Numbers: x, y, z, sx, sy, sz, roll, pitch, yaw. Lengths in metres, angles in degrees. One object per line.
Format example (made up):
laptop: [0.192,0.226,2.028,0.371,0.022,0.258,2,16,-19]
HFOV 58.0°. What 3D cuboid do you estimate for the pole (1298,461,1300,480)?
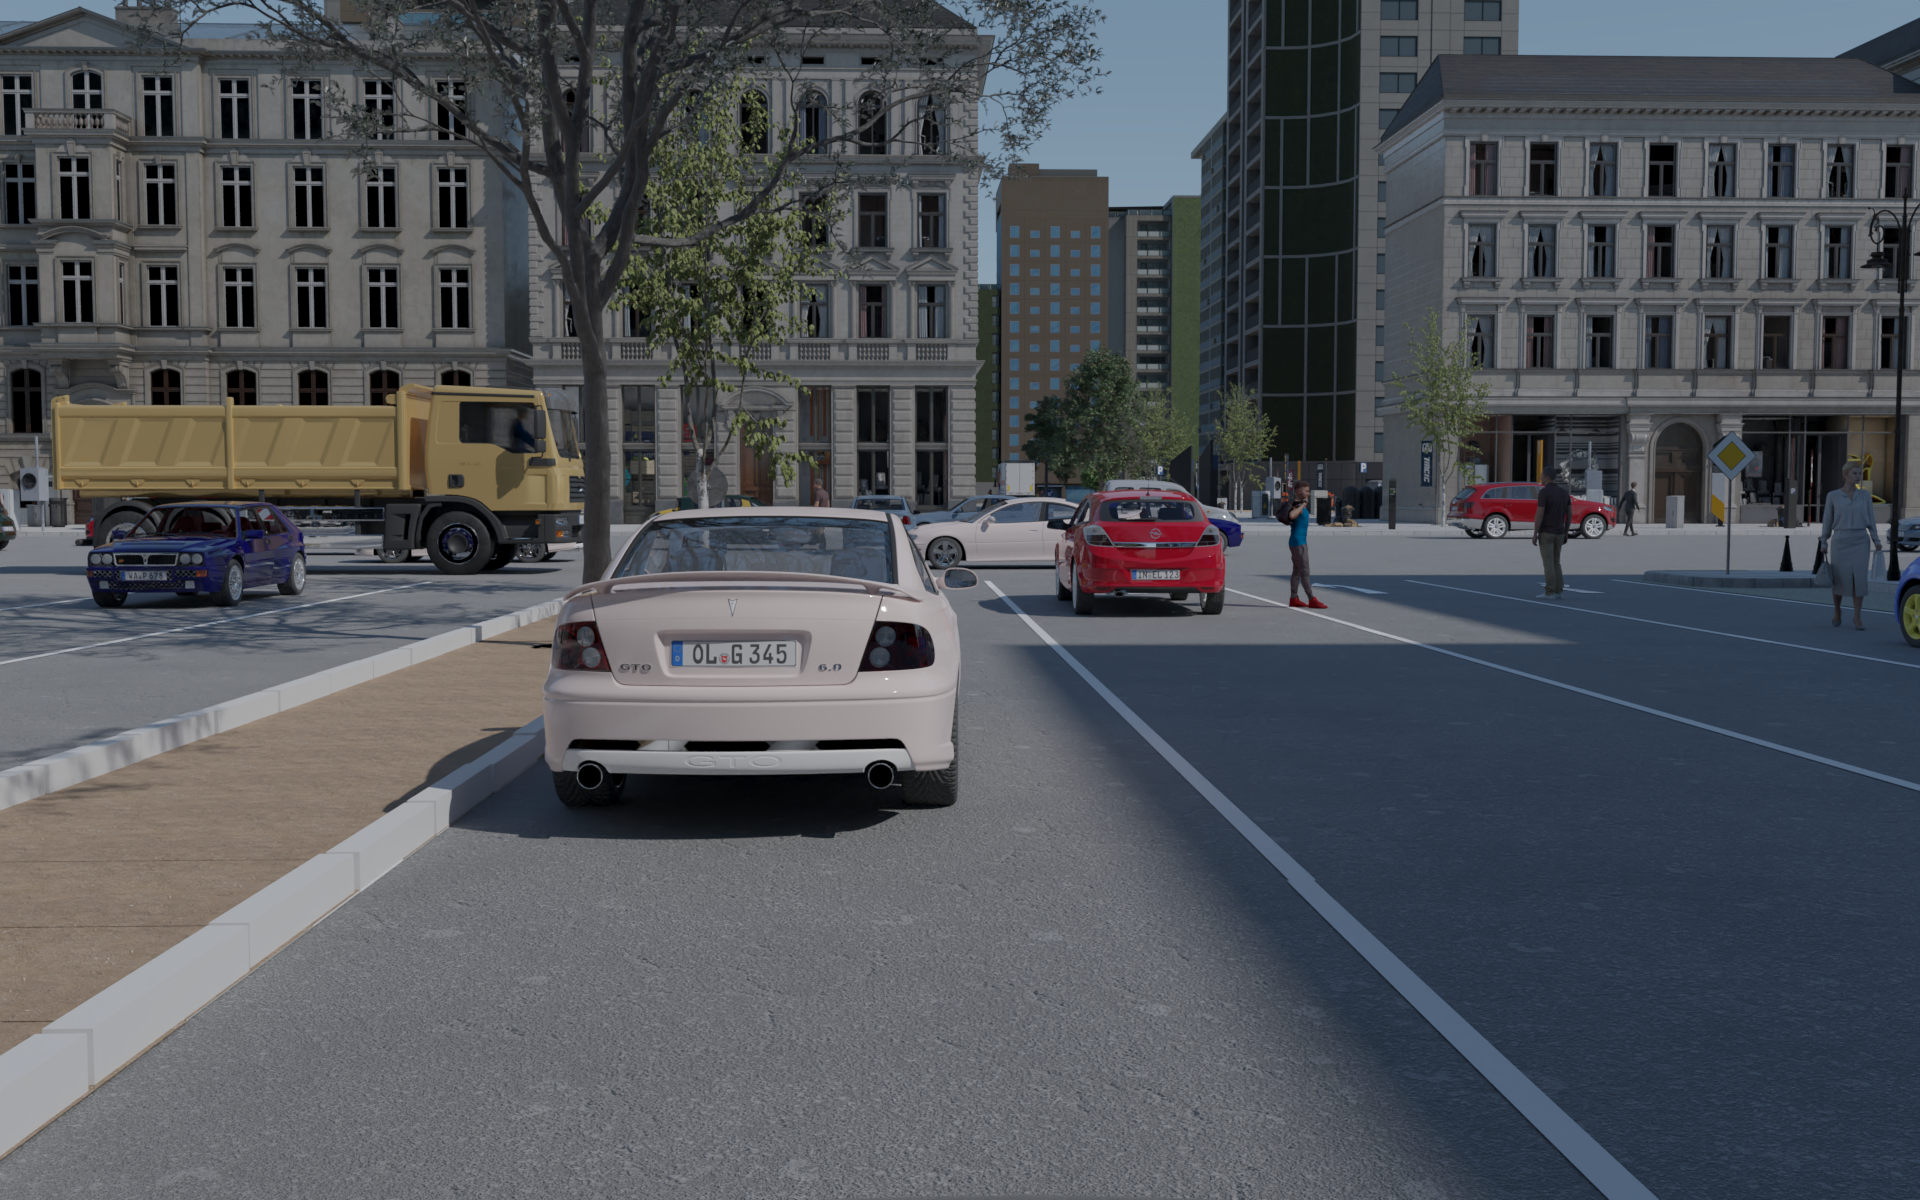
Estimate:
pole: [20.867,-6.899,106.646,0.158,3.312,0.155,0,3,0]

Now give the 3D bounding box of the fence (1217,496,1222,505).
fence: [13.704,-5.291,97.707,2.264,1.192,0.480,0,4,-4]

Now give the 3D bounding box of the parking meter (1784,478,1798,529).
parking meter: [30.920,-3.593,64.458,0.399,1.863,0.255,-1,4,-11]

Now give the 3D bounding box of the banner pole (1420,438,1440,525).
banner pole: [19.361,-4.968,71.248,0.863,3.779,0.401,1,4,14]

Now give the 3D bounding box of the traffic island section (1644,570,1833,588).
traffic island section: [12.263,-0.327,27.634,2.009,0.180,2.903,0,4,-2]

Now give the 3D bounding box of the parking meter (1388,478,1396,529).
parking meter: [15.683,-3.493,62.817,0.255,1.863,0.399,1,4,14]

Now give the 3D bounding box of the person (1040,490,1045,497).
person: [7.139,-8.539,148.650,0.750,1.759,0.617,2,4,33]

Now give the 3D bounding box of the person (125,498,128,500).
person: [-25.495,-2.453,52.849,0.590,1.304,0.306,2,4,31]

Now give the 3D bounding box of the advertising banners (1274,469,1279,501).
advertising banners: [22.117,-7.672,121.619,0.090,3.025,2.074,0,4,-4]

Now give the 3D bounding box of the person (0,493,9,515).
person: [-31.022,-2.858,55.826,0.593,1.750,0.643,-1,4,-14]

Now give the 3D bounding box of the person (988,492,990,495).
person: [3.612,-12.251,209.517,0.721,1.735,1.217,1,4,13]

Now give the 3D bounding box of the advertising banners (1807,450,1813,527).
advertising banners: [33.594,-4.418,68.426,0.090,3.025,2.074,2,4,28]

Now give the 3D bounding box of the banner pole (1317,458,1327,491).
banner pole: [25.445,-8.048,121.607,0.863,3.779,0.401,1,4,20]

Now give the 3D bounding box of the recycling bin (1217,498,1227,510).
recycling bin: [16.120,-5.818,107.680,0.722,1.027,0.722,-1,4,-17]

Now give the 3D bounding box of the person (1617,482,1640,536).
person: [22.812,-3.090,58.793,0.755,1.850,0.659,-1,4,-18]

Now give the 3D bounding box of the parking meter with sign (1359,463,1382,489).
parking meter with sign: [22.837,-6.060,95.344,0.543,3.016,1.738,-3,5,-39]

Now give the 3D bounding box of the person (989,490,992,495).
person: [2.612,-8.690,150.537,0.705,1.831,1.348,0,4,-6]

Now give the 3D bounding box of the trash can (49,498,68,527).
trash can: [-34.765,-3.371,66.764,0.748,1.137,0.748,0,3,0]

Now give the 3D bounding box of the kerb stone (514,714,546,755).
kerb stone: [-2.358,0.757,9.811,0.120,0.150,1.000,0,4,-2]

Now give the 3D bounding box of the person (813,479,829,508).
person: [-3.456,-2.074,42.544,0.434,1.807,0.598,2,4,35]

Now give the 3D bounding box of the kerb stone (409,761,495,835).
kerb stone: [-2.271,0.884,7.747,0.120,0.150,1.000,0,4,-2]

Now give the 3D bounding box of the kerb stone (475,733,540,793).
kerb stone: [-2.306,0.829,8.780,0.120,0.150,1.000,0,4,-2]

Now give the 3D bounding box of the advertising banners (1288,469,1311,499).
advertising banners: [24.162,-7.741,122.749,2.074,3.025,0.090,1,4,19]

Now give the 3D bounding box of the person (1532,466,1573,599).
person: [8.072,-0.921,23.682,0.598,1.807,0.434,-1,4,-14]

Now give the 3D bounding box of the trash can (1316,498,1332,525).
trash can: [14.920,-3.630,71.007,0.748,1.137,0.748,0,3,0]

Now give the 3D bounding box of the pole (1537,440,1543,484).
pole: [21.912,-4.384,65.523,0.158,3.312,0.155,0,3,0]

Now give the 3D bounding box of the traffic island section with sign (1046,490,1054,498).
traffic island section with sign: [7.684,-8.708,151.000,1.989,1.847,2.006,0,4,-2]

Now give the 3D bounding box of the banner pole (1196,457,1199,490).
banner pole: [16.077,-7.796,117.479,0.401,3.779,0.863,1,4,20]

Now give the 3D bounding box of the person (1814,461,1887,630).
person: [9.515,-0.588,18.464,0.694,1.780,0.624,2,4,32]

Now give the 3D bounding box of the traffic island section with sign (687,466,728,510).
traffic island section with sign: [-4.048,-1.170,27.269,2.006,1.907,1.989,0,4,-2]

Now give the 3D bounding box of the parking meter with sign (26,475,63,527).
parking meter with sign: [-36.031,-4.405,68.283,0.543,3.016,1.738,1,4,11]

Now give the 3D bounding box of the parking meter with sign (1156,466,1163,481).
parking meter with sign: [11.810,-6.833,107.987,0.543,3.016,1.738,-3,5,-43]

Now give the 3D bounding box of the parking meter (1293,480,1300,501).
parking meter: [13.489,-3.893,69.357,0.255,1.863,0.399,0,4,6]

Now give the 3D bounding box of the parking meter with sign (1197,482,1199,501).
parking meter with sign: [14.941,-6.738,106.435,1.738,3.016,0.543,-1,4,-11]

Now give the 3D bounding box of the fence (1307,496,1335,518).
fence: [19.263,-5.007,93.073,2.264,1.192,0.480,-2,4,-24]

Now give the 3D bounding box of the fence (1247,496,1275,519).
fence: [15.570,-4.783,89.412,0.480,1.192,2.264,-1,4,-17]

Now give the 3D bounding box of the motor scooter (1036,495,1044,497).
motor scooter: [7.365,-8.954,159.168,0.815,1.314,1.986,0,4,-4]

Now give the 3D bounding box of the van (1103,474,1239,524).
van: [6.179,-2.704,51.225,4.112,2.044,2.013,0,4,-1]

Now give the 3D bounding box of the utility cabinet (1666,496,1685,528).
utility cabinet: [26.906,-3.305,65.195,0.306,1.237,1.020,0,4,1]

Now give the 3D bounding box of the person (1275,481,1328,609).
person: [4.288,-0.696,21.748,0.662,1.594,0.647,1,4,10]

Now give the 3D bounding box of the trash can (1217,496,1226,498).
trash can: [18.530,-6.812,123.023,0.748,1.137,0.748,0,3,0]
